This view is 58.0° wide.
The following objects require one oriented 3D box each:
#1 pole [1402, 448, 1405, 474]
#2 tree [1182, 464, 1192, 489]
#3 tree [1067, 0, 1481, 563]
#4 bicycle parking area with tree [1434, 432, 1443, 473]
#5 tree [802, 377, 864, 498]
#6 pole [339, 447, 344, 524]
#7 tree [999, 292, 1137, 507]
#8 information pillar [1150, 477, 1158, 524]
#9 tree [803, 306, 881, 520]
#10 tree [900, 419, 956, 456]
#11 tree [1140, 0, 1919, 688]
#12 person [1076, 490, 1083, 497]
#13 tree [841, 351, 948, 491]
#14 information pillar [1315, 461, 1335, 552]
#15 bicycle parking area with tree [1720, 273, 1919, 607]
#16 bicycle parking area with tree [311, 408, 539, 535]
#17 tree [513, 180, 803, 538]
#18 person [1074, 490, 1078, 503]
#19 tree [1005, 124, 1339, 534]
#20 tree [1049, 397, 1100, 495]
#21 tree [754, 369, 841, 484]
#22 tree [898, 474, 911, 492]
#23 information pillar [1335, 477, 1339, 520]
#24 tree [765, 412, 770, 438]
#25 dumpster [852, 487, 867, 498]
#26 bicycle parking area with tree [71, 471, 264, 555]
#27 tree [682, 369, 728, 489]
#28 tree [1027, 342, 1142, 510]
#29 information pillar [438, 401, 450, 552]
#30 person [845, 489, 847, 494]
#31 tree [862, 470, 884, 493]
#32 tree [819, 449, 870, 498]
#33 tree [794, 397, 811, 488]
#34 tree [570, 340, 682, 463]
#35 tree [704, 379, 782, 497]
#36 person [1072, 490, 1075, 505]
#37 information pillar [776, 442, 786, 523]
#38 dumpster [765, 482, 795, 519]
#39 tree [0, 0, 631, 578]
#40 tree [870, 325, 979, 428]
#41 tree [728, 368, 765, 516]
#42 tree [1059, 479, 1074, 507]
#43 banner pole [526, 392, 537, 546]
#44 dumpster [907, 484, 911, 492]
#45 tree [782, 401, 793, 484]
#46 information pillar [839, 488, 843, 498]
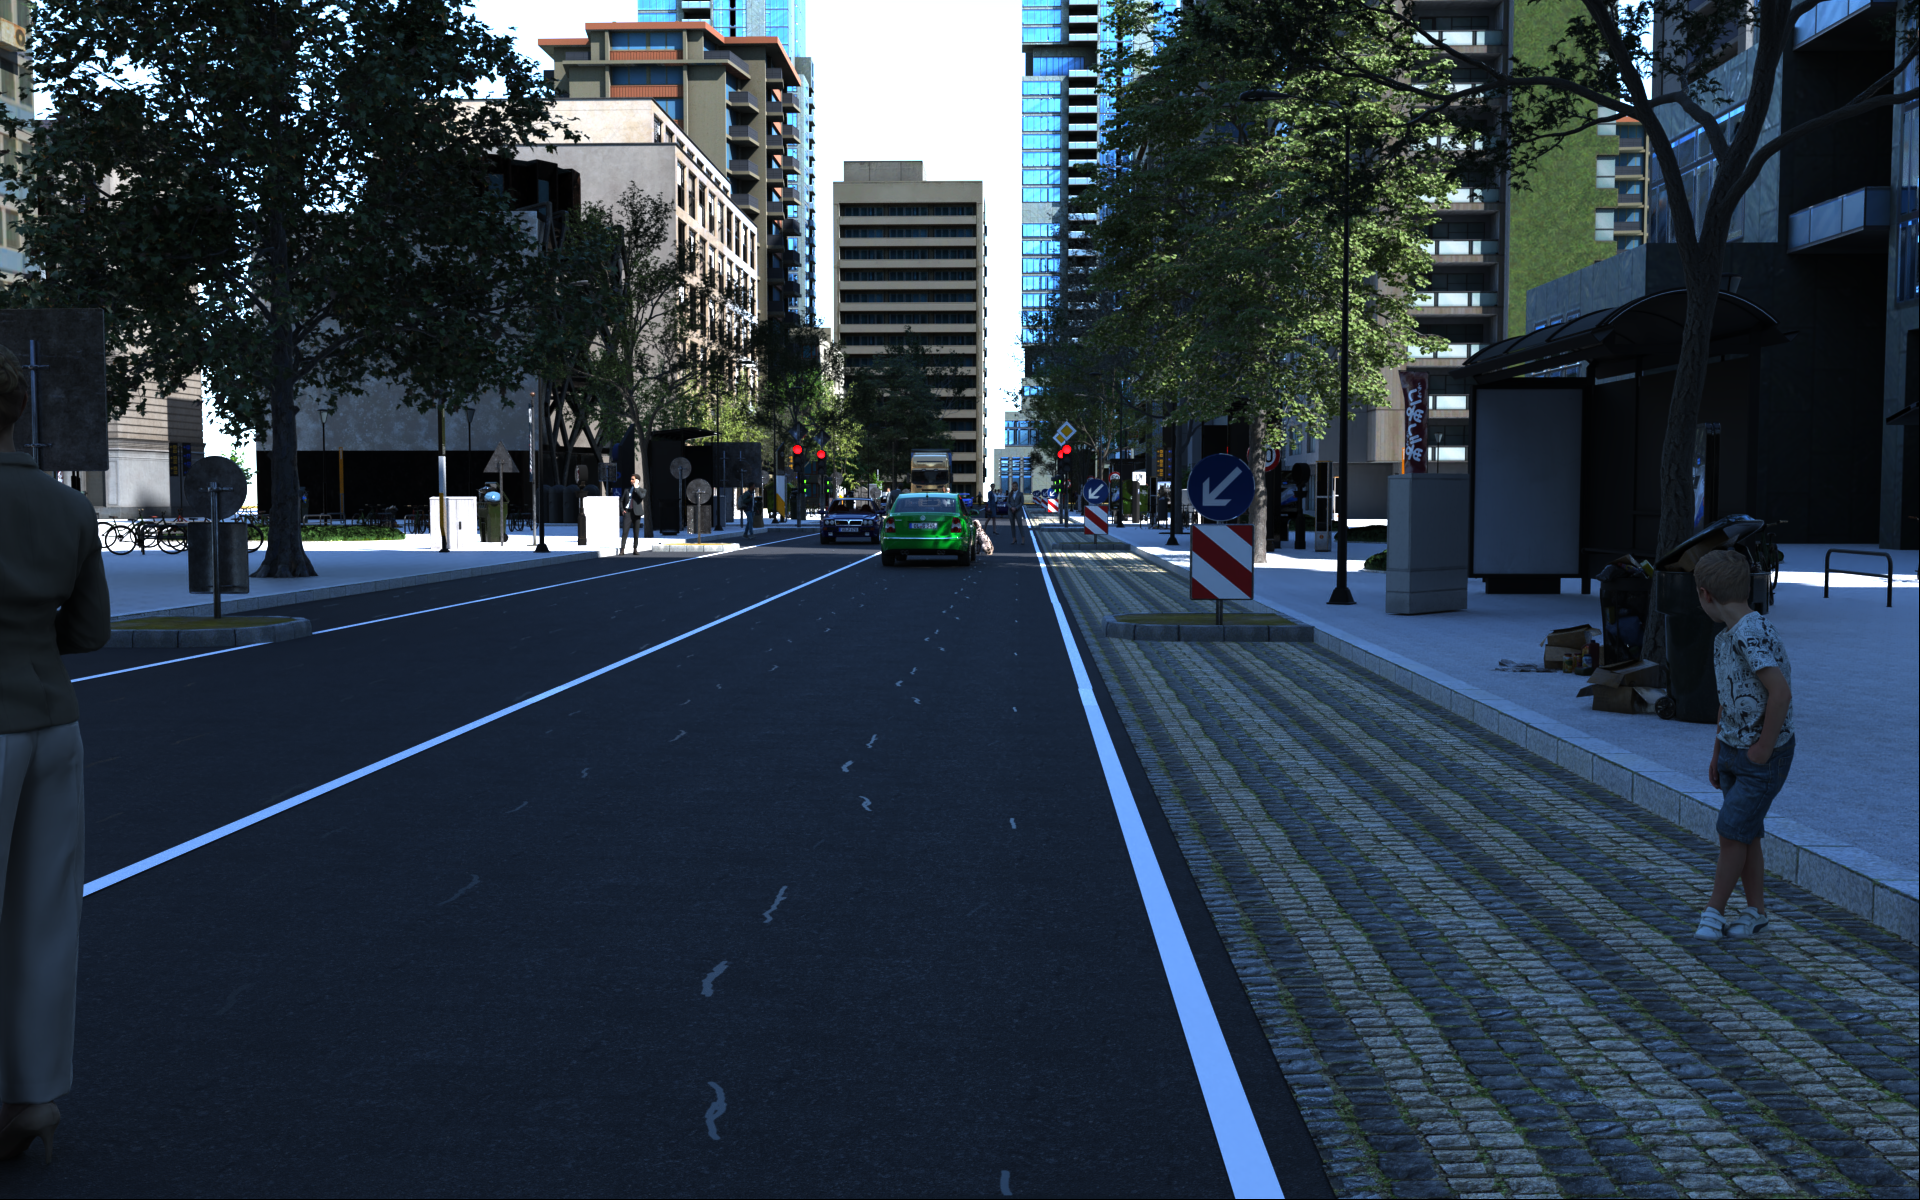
[{"bbox_3d":[19.498,-5.035,76.165,0.158,3.312,0.155,0,3,0],"label":"pole"},{"bbox_3d":[14.516,-6.989,108.863,1.663,3.219,1.824,0,3,0],"label":"tree"},{"bbox_3d":[5.671,-6.980,32.255,7.486,12.596,7.792,0,3,0],"label":"tree"},{"bbox_3d":[24.808,-5.701,80.210,8.231,4.147,9.016,1,4,21],"label":"bicycle parking area with tree"},{"bbox_3d":[-7.611,-9.577,106.945,4.737,8.622,4.395,0,3,0],"label":"tree"},{"bbox_3d":[-26.862,-4.978,75.235,0.158,3.312,0.155,0,3,0],"label":"pole"},{"bbox_3d":[9.988,-18.617,160.283,12.611,20.169,13.585,0,3,0],"label":"tree"},{"bbox_3d":[8.201,-4.210,73.322,0.304,2.012,0.304,1,4,12],"label":"information pillar"},{"bbox_3d":[-7.503,-9.203,84.882,8.767,10.594,7.601,2,4,24],"label":"tree"},{"bbox_3d":[-4.064,-18.063,221.083,9.928,11.665,9.643,0,3,0],"label":"tree"},{"bbox_3d":[4.666,-4.677,10.882,8.767,10.594,7.601,0,4,-4],"label":"tree"},{"bbox_3d":[13.806,-11.621,196.133,1.350,1.814,0.705,0,4,-7],"label":"person"},{"bbox_3d":[-5.827,-14.993,151.783,9.857,13.997,8.962,0,3,0],"label":"tree"},{"bbox_3d":[8.065,-2.074,38.410,0.304,2.012,0.304,2,4,27],"label":"information pillar"},{"bbox_3d":[12.478,-2.156,22.250,8.231,4.147,9.016,1,4,18],"label":"bicycle parking area with tree"},{"bbox_3d":[-18.996,-4.348,58.100,8.231,4.147,9.016,1,4,21],"label":"bicycle parking area with tree"},{"bbox_3d":[-9.149,-7.126,50.920,8.767,10.594,7.601,0,4,-5],"label":"tree"},{"bbox_3d":[15.096,-13.319,224.257,0.683,1.767,0.568,-1,4,-22],"label":"person"},{"bbox_3d":[7.067,-8.866,55.331,12.009,13.543,11.850,0,3,0],"label":"tree"},{"bbox_3d":[8.993,-11.019,130.518,4.360,8.622,3.978,0,3,0],"label":"tree"},{"bbox_3d":[-12.917,-13.007,138.426,9.928,11.665,9.643,0,3,0],"label":"tree"},{"bbox_3d":[-5.252,-10.482,165.973,1.663,3.219,1.824,0,3,0],"label":"tree"},{"bbox_3d":[16.126,-4.258,74.108,0.304,2.012,0.304,0,4,-3],"label":"information pillar"},{"bbox_3d":[-13.063,-9.197,100.741,4.737,8.622,4.395,0,3,0],"label":"tree"},{"bbox_3d":[-7.645,-7.780,132.959,1.264,1.857,1.865,0,4,2],"label":"dumpster"},{"bbox_3d":[-20.122,-3.184,39.056,9.016,4.147,8.231,-1,4,-13],"label":"bicycle parking area with tree"},{"bbox_3d":[-15.159,-8.594,90.879,4.737,8.622,4.395,0,3,0],"label":"tree"},{"bbox_3d":[8.207,-11.536,114.368,9.928,11.665,9.643,0,3,0],"label":"tree"},{"bbox_3d":[-11.368,-2.855,38.033,0.183,3.616,0.504,-1,4,-9],"label":"information pillar"},{"bbox_3d":[-10.831,-9.758,165.455,0.709,1.838,0.599,3,5,43],"label":"person"},{"bbox_3d":[-6.690,-8.641,135.874,1.663,3.219,1.824,0,3,0],"label":"tree"},{"bbox_3d":[-7.523,-7.876,112.493,4.285,4.588,4.351,0,3,0],"label":"tree"},{"bbox_3d":[-12.634,-10.518,122.338,4.360,8.622,3.978,0,3,0],"label":"tree"},{"bbox_3d":[-16.264,-8.068,82.267,4.737,8.622,4.395,0,3,0],"label":"tree"},{"bbox_3d":[-13.749,-9.535,106.267,4.360,8.622,3.978,0,3,0],"label":"tree"},{"bbox_3d":[13.839,-12.591,212.425,0.721,1.766,1.217,-1,4,-17],"label":"person"},{"bbox_3d":[-8.037,-5.277,77.641,0.183,3.616,0.504,3,4,36],"label":"information pillar"},{"bbox_3d":[-9.417,-5.412,90.987,1.502,2.255,1.985,0,4,2],"label":"dumpster"},{"bbox_3d":[-10.466,-6.710,26.713,9.611,12.733,9.660,0,3,0],"label":"tree"},{"bbox_3d":[-4.176,-20.596,192.628,12.611,20.169,13.585,0,3,0],"label":"tree"},{"bbox_3d":[-14.030,-8.895,95.791,4.737,8.622,4.395,0,3,0],"label":"tree"},{"bbox_3d":[10.926,-11.509,182.771,1.663,3.219,1.824,0,3,0],"label":"tree"},{"bbox_3d":[-10.452,-3.198,42.306,0.401,3.779,0.863,0,4,-5],"label":"banner pole"},{"bbox_3d":[-3.493,-8.566,145.003,1.985,2.255,1.502,0,4,3],"label":"dumpster"},{"bbox_3d":[-13.610,-10.010,114.032,4.360,8.622,3.978,0,3,0],"label":"tree"},{"bbox_3d":[-8.943,-8.591,131.814,0.504,3.616,0.183,-2,4,-25],"label":"information pillar"}]
